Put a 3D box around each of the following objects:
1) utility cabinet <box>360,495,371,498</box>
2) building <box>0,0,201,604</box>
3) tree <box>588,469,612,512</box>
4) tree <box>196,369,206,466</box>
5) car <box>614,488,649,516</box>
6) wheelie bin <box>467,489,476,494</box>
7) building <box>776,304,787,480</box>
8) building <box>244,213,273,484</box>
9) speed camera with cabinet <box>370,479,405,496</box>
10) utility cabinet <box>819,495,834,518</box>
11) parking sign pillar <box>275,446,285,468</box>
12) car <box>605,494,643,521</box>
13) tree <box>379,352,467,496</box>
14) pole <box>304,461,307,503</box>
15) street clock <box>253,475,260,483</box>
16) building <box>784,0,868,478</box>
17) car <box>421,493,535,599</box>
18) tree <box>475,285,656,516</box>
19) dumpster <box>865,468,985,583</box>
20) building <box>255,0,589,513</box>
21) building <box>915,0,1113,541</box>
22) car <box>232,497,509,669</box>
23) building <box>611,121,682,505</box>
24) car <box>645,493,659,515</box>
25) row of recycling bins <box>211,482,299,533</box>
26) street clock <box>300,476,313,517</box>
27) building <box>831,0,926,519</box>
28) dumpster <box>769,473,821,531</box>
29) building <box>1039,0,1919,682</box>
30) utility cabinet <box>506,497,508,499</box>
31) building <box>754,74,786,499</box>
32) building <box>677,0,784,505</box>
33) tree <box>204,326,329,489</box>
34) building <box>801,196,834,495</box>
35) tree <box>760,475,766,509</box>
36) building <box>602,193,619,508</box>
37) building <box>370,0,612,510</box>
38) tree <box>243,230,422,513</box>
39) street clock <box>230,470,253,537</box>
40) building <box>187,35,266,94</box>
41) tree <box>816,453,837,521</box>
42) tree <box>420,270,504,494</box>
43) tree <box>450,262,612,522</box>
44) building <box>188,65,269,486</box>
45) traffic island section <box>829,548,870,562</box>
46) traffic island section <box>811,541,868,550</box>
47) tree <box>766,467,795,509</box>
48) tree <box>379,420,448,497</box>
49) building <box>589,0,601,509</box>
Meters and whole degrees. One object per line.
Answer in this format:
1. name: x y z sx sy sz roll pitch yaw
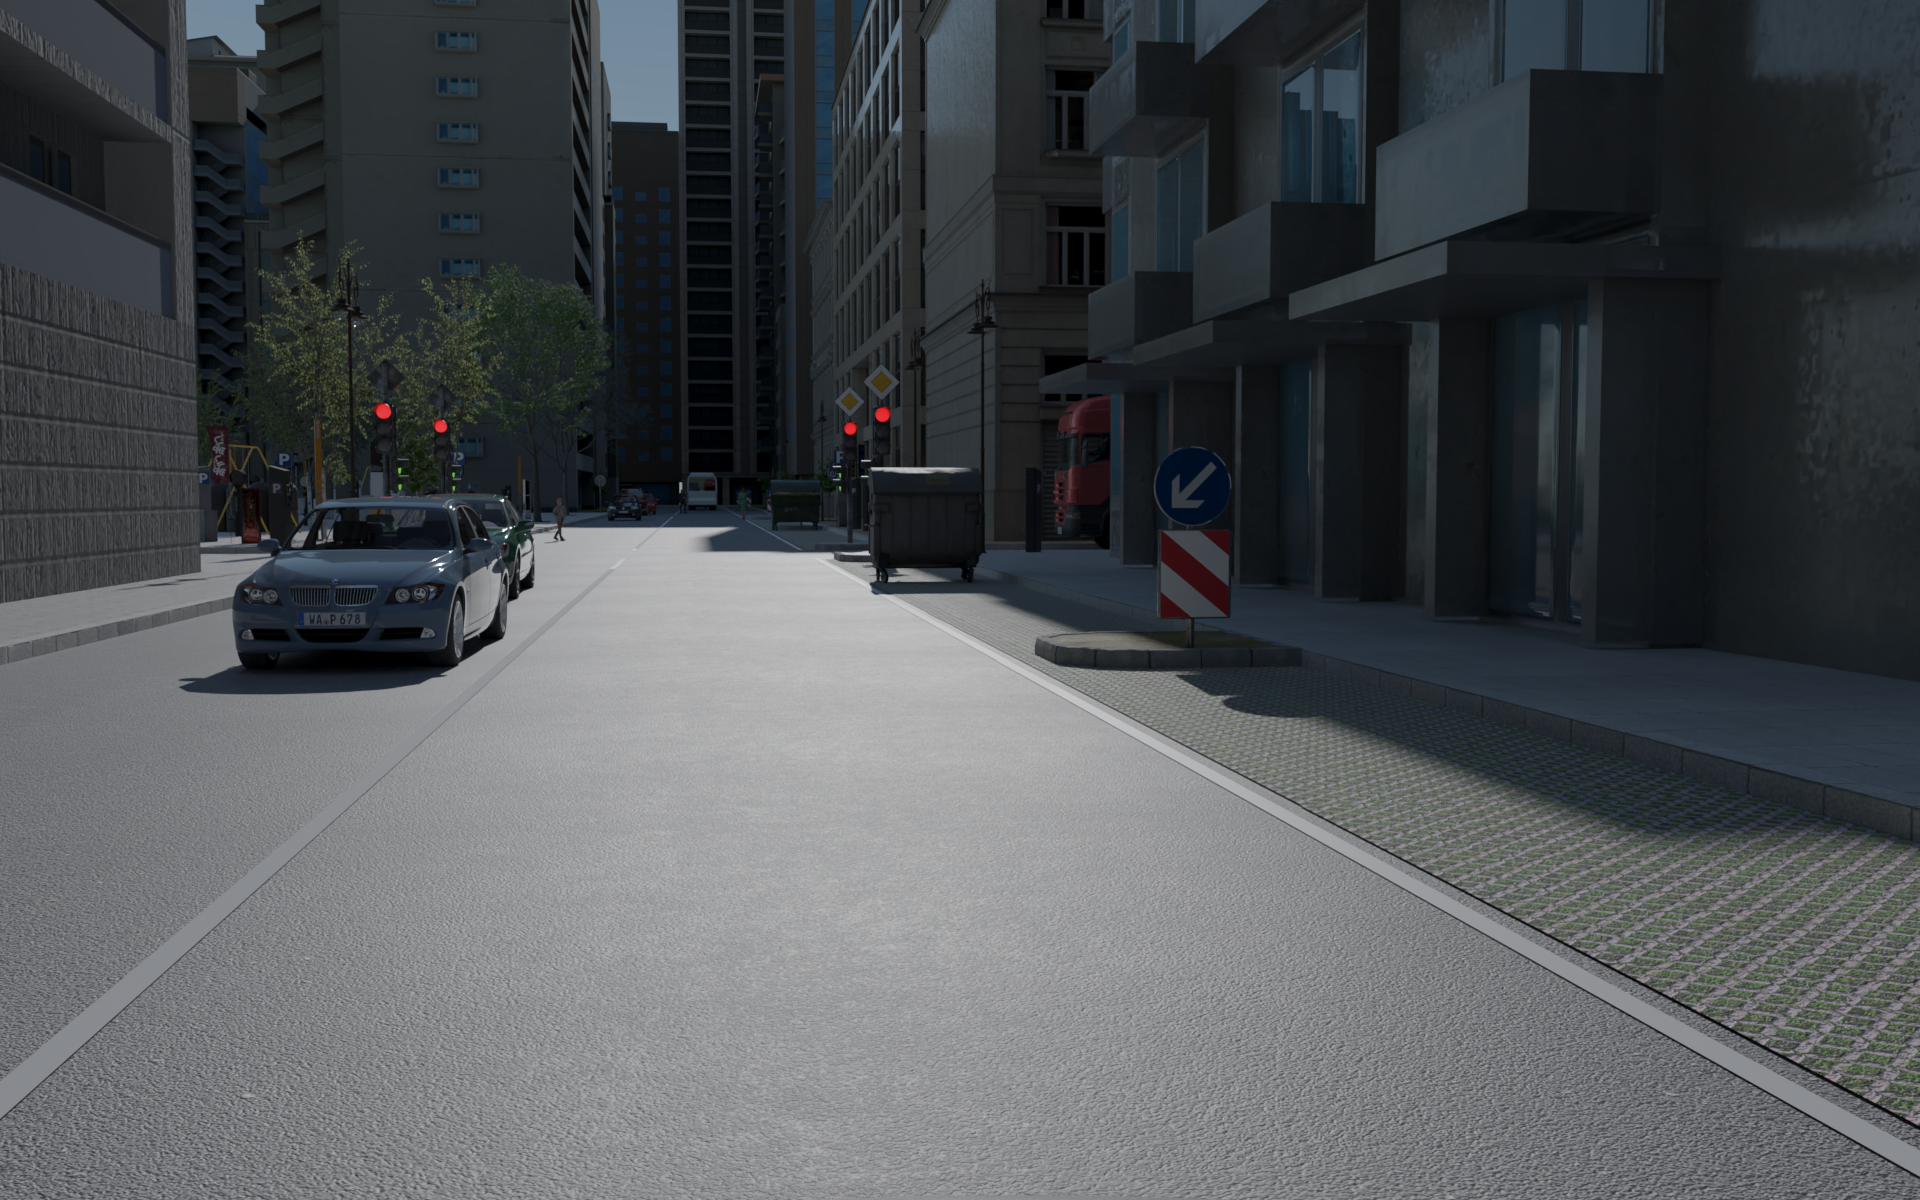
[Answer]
1. utility cabinet: -26.220 -4.043 77.266 1.020 1.237 0.306 1 4 9
2. building: -25.639 -29.244 20.147 28.212 58.520 21.231 -1 4 -9
3. tree: -25.645 -7.934 124.318 1.663 3.219 1.824 0 3 0
4. tree: -43.189 -9.092 99.013 4.737 8.622 4.395 0 3 0
5. car: -21.772 -6.498 114.915 2.281 1.827 5.304 -1 4 -8
6. wheelie bin: -29.269 -5.848 103.524 0.693 1.594 0.980 -1 4 -19
7. building: -1.790 -18.892 153.926 27.650 21.520 28.899 -1 4 -9
8. building: -65.268 -24.997 180.407 14.107 30.474 14.160 -1 4 -9
9. speed camera with cabinet: -33.707 -6.586 102.011 2.038 3.252 0.660 1 4 17
10. utility cabinet: -7.325 -5.047 93.687 1.020 1.237 0.306 -2 4 -31
11. parking sign pillar: -38.169 -6.650 97.198 1.447 3.967 1.447 -1 4 -12
12. car: -18.158 -5.139 93.804 2.009 1.686 4.222 -1 4 -9
13. tree: -27.988 -8.525 89.751 4.737 8.622 4.395 0 3 0
14. pole: -39.954 -6.844 105.744 0.158 3.312 0.155 0 3 0
15. street clock: -27.006 -3.770 66.211 0.358 2.002 0.471 3 4 37
16. building: -5.939 -29.402 130.825 14.600 45.320 14.200 -1 4 -9
17. car: -7.186 -0.807 24.994 2.131 1.459 4.920 -1 4 -10
18. tree: -23.571 -11.769 102.800 12.009 13.543 11.850 0 3 0
19. dumpster: -0.588 -1.227 28.272 1.865 1.857 1.264 0 4 -8
20. building: -38.391 -30.737 126.248 21.300 48.544 21.600 -1 4 -9
21. building: 13.917 -13.596 55.573 30.059 22.955 16.112 -1 4 -9
22. car: -5.220 -0.233 15.810 2.014 1.417 4.499 0 4 -7
23. building: -40.681 -34.111 207.820 14.200 45.320 14.600 -1 4 -9
24. car: -22.258 -6.888 121.664 2.155 1.783 4.494 -1 4 -10
25. row of recycling bins: -23.821 -3.131 58.302 3.534 1.692 1.069 1 4 19
26. street clock: -26.183 -3.966 69.422 0.471 2.002 0.358 1 4 22
27. building: 4.760 -17.089 83.918 19.350 26.468 34.151 -1 4 -9
28. dumpster: -6.440 -3.828 67.536 1.985 2.255 1.502 -1 4 -10
29. building: 14.364 -24.635 22.392 23.786 49.044 30.456 -1 4 -9
30. utility cabinet: -14.883 -2.723 55.686 0.306 1.237 1.020 1 4 12
31. building: -10.123 -32.202 181.119 22.147 44.769 28.867 -1 4 -9
32. building: -23.862 -47.337 212.219 20.611 71.187 20.563 -1 4 -9
33. tree: -30.171 -7.737 76.856 4.737 8.622 4.395 0 3 0
34. building: -3.696 -16.790 110.675 11.583 22.565 21.152 -1 4 -9
35. tree: -16.597 -9.503 149.972 1.663 3.219 1.824 0 3 0
36. building: -39.054 -23.718 159.488 14.160 30.474 14.107 -1 4 -9
37. building: -47.143 -33.987 179.392 21.600 48.544 21.300 -1 4 -9
38. tree: -17.967 -6.056 49.377 4.360 8.622 3.978 0 3 0
39. street clock: -21.717 -2.911 52.168 0.471 2.002 0.358 1 4 9
40. building: -77.279 -37.939 209.533 27.495 52.752 28.713 -1 4 -9
41. tree: -6.084 -5.313 81.463 1.663 3.219 1.824 0 3 0
42. tree: -16.883 -6.526 57.066 4.360 8.622 3.978 0 3 0
43. tree: -19.441 -9.355 78.711 9.928 11.665 9.643 0 3 0
44. building: -79.444 -32.304 178.277 14.200 45.320 14.600 -1 4 -9
45. traffic island section: -1.674 -0.934 37.558 2.009 0.180 2.903 -1 4 -9
46. traffic island section: -2.865 -1.417 45.454 2.009 0.180 2.903 -1 4 -9
47. tree: -12.289 -7.797 122.076 1.663 3.219 1.824 0 3 0
48. tree: -14.246 -3.114 45.515 1.663 3.219 1.824 0 3 0
49. building: -37.272 -30.254 144.768 14.600 45.320 14.200 -1 4 -9
